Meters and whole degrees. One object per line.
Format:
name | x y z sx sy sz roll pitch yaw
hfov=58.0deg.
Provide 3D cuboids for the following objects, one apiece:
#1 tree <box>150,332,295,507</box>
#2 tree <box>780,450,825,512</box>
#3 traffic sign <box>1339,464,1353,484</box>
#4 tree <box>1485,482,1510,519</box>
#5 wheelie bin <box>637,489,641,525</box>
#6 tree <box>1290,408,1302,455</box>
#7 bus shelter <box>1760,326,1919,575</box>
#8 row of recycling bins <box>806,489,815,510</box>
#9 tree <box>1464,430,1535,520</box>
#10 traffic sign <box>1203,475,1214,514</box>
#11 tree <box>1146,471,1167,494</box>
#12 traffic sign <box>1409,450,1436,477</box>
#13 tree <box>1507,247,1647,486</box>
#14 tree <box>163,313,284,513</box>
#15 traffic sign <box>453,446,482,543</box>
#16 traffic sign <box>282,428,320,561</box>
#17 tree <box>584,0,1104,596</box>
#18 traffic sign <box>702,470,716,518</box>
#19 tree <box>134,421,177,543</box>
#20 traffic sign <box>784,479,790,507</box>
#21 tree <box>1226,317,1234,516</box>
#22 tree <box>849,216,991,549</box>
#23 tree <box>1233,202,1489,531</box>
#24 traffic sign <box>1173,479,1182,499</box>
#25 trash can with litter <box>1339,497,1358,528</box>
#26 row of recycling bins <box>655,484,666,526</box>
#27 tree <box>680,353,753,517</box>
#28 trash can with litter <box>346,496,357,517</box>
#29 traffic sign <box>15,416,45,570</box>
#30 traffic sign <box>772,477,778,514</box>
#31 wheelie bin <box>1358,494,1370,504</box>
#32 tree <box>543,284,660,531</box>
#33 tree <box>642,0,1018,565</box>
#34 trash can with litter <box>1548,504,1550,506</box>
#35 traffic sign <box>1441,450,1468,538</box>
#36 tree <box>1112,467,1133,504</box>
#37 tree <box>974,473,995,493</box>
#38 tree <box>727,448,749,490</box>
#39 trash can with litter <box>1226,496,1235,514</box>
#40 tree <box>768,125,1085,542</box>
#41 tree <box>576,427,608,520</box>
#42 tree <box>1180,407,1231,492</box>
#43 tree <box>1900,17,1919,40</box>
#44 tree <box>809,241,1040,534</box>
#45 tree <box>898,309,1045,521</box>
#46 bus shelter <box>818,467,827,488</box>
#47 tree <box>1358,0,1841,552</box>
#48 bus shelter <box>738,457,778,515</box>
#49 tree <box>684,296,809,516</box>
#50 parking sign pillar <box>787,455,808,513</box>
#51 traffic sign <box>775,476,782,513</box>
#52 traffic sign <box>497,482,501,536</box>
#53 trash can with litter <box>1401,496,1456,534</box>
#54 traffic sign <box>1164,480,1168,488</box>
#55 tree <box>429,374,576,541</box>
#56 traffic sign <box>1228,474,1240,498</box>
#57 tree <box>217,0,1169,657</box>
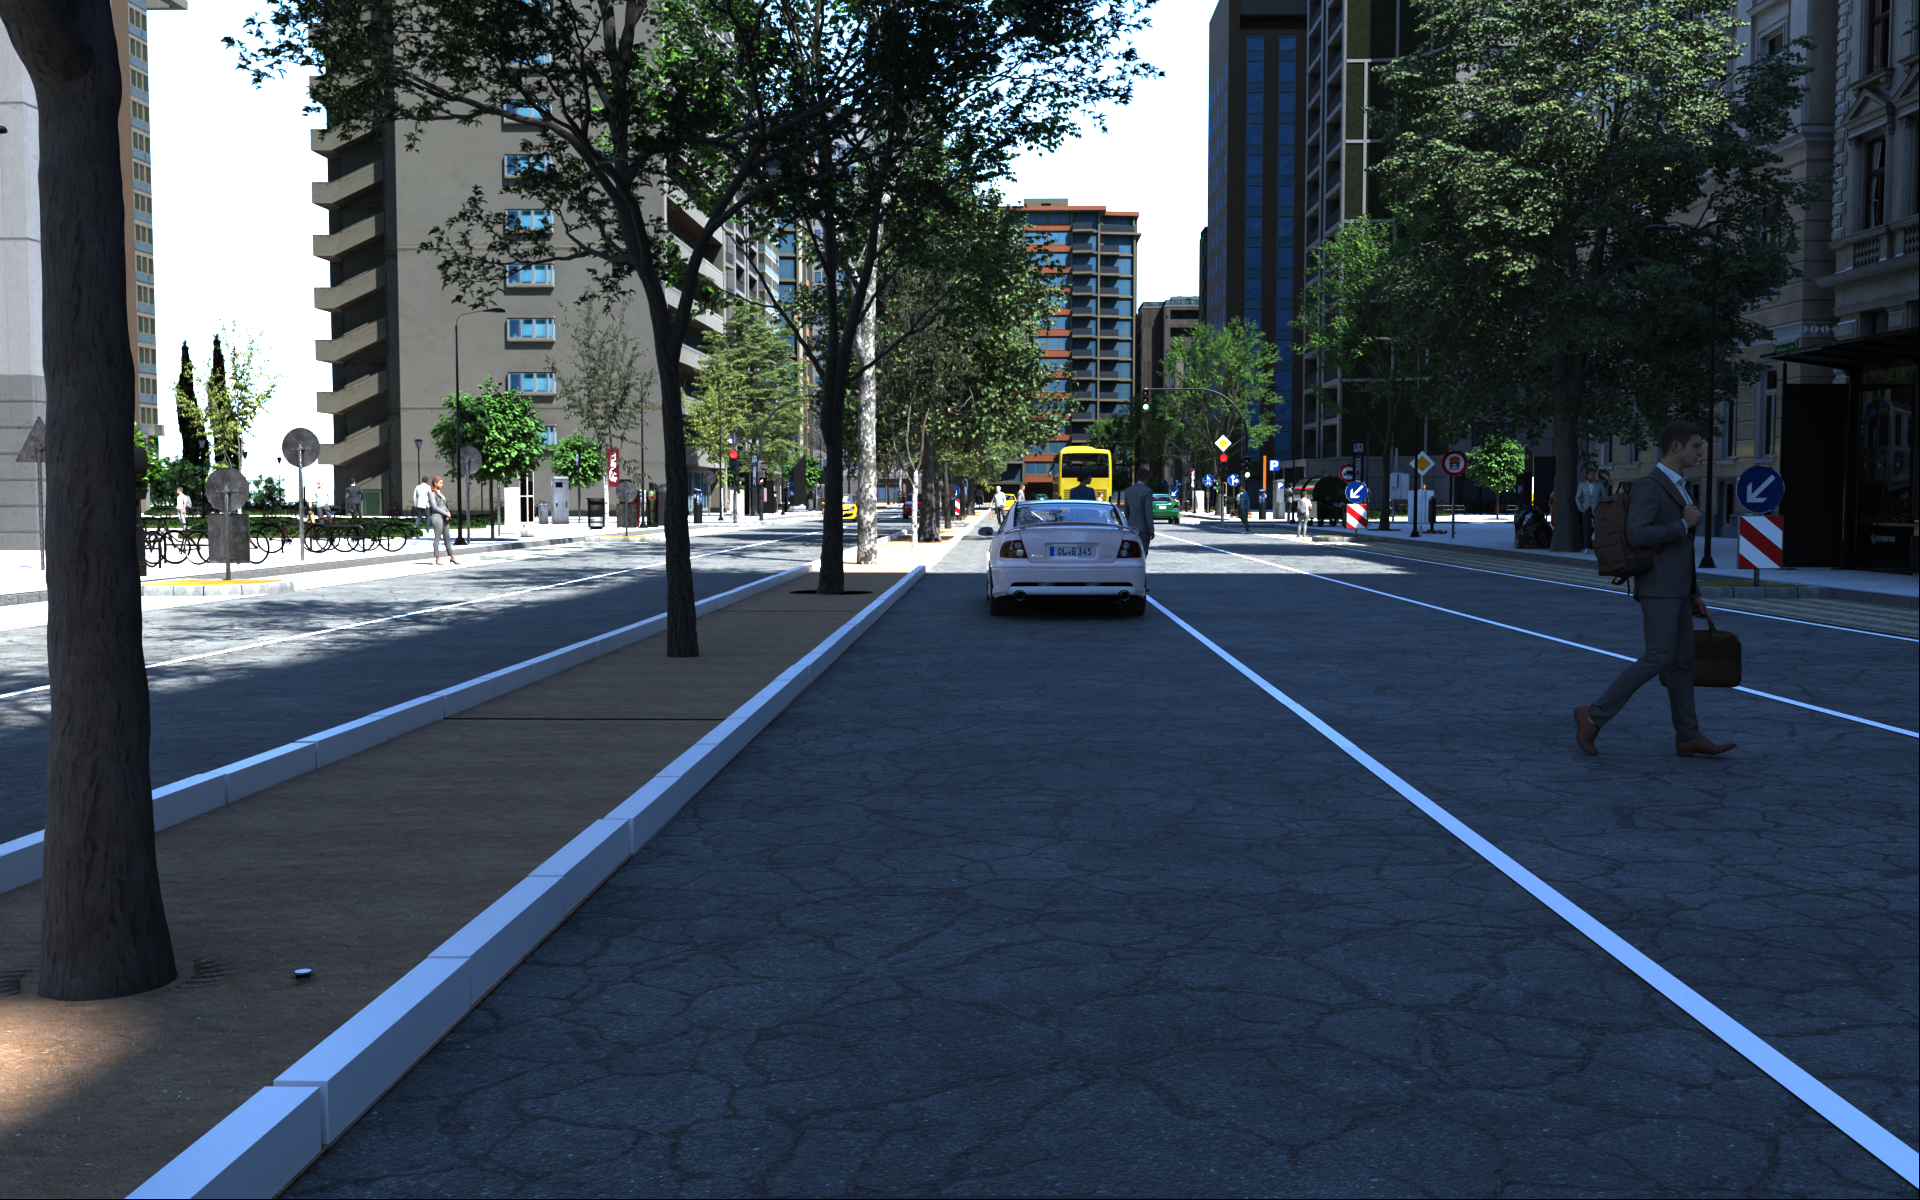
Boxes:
tree | -63.685 -14.837 144.407 13.155 14.587 18.604 -1 4 -10
tree | -11.374 -8.627 124.769 4.285 4.588 4.351 0 3 0
traffic sign | 16.551 -4.510 73.840 0.768 2.556 0.104 1 4 10
tree | 28.283 -5.877 90.695 1.663 3.219 1.824 0 3 0
wheelie bin | -13.588 -3.921 72.024 0.693 1.594 0.980 -1 4 -12
tree | 28.294 -11.473 137.943 4.360 8.622 3.978 0 3 0
bus shelter | 14.291 -2.142 26.297 1.731 3.624 6.357 0 4 2
row of recycling bins | -11.060 -7.873 135.841 3.534 1.692 1.069 3 5 40
tree | 26.875 -6.270 86.229 4.285 4.588 4.351 0 3 0
traffic sign | 16.237 -6.920 113.250 0.768 2.556 0.104 0 4 2
tree | 16.551 -9.557 150.855 1.663 3.219 1.824 0 3 0
traffic sign | 13.962 -3.214 52.281 0.795 2.593 0.064 0 4 7
tree | 17.853 -6.134 50.658 4.360 8.622 3.978 0 3 0
tree | -29.347 -7.303 69.766 4.737 8.622 4.395 0 3 0
traffic sign | -12.939 -2.778 45.533 0.768 2.556 0.104 0 4 3
traffic sign | -12.627 -2.023 33.185 0.768 2.556 0.104 0 4 5
tree | -1.731 -5.876 24.290 9.928 11.665 9.643 0 3 0
traffic sign | -13.545 -5.705 93.388 0.768 2.556 0.104 1 4 11
tree | -21.841 -3.132 45.803 1.663 3.219 1.824 0 3 0
traffic sign | -12.054 -7.287 121.276 0.606 2.300 0.079 1 4 8
tree | 15.155 -10.763 101.736 9.928 11.665 9.643 0 3 0
tree | -1.191 -5.635 44.945 4.360 8.622 3.978 0 3 0
tree | 15.012 -8.233 60.371 9.928 11.665 9.643 0 3 0
traffic sign | 18.028 -8.764 143.390 0.768 2.556 0.104 1 4 9
trash can with litter | 14.629 -3.269 64.838 0.624 1.170 1.055 2 4 31
row of recycling bins | -11.906 -3.938 71.505 1.069 1.692 3.534 0 4 0
tree | -12.584 -8.520 89.656 4.737 8.622 4.395 0 3 0
trash can with litter | -30.064 -4.486 84.411 2.233 1.210 1.678 -3 5 -44
traffic sign | -15.419 -1.776 29.042 0.884 2.594 0.081 0 4 5
traffic sign | -12.148 -6.852 112.135 0.768 2.556 0.104 0 4 7
wheelie bin | 16.182 -3.826 70.459 0.980 1.594 0.693 1 4 20
tree | -12.373 -6.729 60.377 4.360 8.622 3.978 0 3 0
tree | -3.076 -10.830 35.419 12.611 20.169 13.585 0 3 0
trash can with litter | 25.441 -3.803 73.570 0.624 1.170 1.055 2 4 35
traffic sign | 14.298 -3.061 50.157 0.768 2.556 0.104 0 4 4
tree | 18.902 -13.542 205.123 4.285 4.588 4.351 0 3 0
tree | 1.105 -11.520 141.169 4.737 8.622 4.395 0 3 0
tree | -15.530 -8.440 121.712 4.285 4.588 4.351 0 3 0
trash can with litter | 16.999 -5.917 108.136 0.624 1.170 1.055 -1 4 -15
tree | -0.976 -8.099 51.890 9.611 12.733 9.660 0 3 0
tree | -18.774 -6.189 84.912 4.285 4.588 4.351 0 3 0
tree | 19.843 -11.548 139.179 4.737 8.622 4.395 0 3 0
tree | 13.344 -5.573 16.879 9.928 11.665 9.643 0 3 0
tree | -1.008 -8.672 62.373 7.486 12.596 7.792 0 3 0
tree | -0.280 -10.833 86.238 9.857 13.997 8.962 0 3 0
bus shelter | -10.561 -9.300 143.336 1.731 3.624 6.357 0 4 1
tree | 13.653 -8.052 38.299 9.857 13.997 8.962 0 3 0
bus shelter | -12.587 -7.174 108.581 1.731 3.624 6.357 0 4 1
tree | -12.020 -11.135 100.189 7.486 12.596 7.792 0 3 0
parking sign pillar | -11.213 -8.024 119.668 1.447 3.967 1.447 2 4 33
traffic sign | -12.425 -7.199 117.804 0.768 2.556 0.104 0 4 8
traffic sign | -14.005 -3.209 52.569 0.768 2.556 0.104 0 4 6
trash can with litter | 15.246 -2.760 56.184 1.678 1.210 2.233 1 4 10
traffic sign | 17.880 -9.307 152.282 0.768 2.556 0.104 0 4 8
tree | -12.911 -3.913 47.694 4.285 4.588 4.351 0 3 0
traffic sign | 17.199 -6.649 108.817 0.768 2.556 0.104 0 4 7
tree | -2.402 -4.793 15.238 8.767 10.594 7.601 0 4 2
